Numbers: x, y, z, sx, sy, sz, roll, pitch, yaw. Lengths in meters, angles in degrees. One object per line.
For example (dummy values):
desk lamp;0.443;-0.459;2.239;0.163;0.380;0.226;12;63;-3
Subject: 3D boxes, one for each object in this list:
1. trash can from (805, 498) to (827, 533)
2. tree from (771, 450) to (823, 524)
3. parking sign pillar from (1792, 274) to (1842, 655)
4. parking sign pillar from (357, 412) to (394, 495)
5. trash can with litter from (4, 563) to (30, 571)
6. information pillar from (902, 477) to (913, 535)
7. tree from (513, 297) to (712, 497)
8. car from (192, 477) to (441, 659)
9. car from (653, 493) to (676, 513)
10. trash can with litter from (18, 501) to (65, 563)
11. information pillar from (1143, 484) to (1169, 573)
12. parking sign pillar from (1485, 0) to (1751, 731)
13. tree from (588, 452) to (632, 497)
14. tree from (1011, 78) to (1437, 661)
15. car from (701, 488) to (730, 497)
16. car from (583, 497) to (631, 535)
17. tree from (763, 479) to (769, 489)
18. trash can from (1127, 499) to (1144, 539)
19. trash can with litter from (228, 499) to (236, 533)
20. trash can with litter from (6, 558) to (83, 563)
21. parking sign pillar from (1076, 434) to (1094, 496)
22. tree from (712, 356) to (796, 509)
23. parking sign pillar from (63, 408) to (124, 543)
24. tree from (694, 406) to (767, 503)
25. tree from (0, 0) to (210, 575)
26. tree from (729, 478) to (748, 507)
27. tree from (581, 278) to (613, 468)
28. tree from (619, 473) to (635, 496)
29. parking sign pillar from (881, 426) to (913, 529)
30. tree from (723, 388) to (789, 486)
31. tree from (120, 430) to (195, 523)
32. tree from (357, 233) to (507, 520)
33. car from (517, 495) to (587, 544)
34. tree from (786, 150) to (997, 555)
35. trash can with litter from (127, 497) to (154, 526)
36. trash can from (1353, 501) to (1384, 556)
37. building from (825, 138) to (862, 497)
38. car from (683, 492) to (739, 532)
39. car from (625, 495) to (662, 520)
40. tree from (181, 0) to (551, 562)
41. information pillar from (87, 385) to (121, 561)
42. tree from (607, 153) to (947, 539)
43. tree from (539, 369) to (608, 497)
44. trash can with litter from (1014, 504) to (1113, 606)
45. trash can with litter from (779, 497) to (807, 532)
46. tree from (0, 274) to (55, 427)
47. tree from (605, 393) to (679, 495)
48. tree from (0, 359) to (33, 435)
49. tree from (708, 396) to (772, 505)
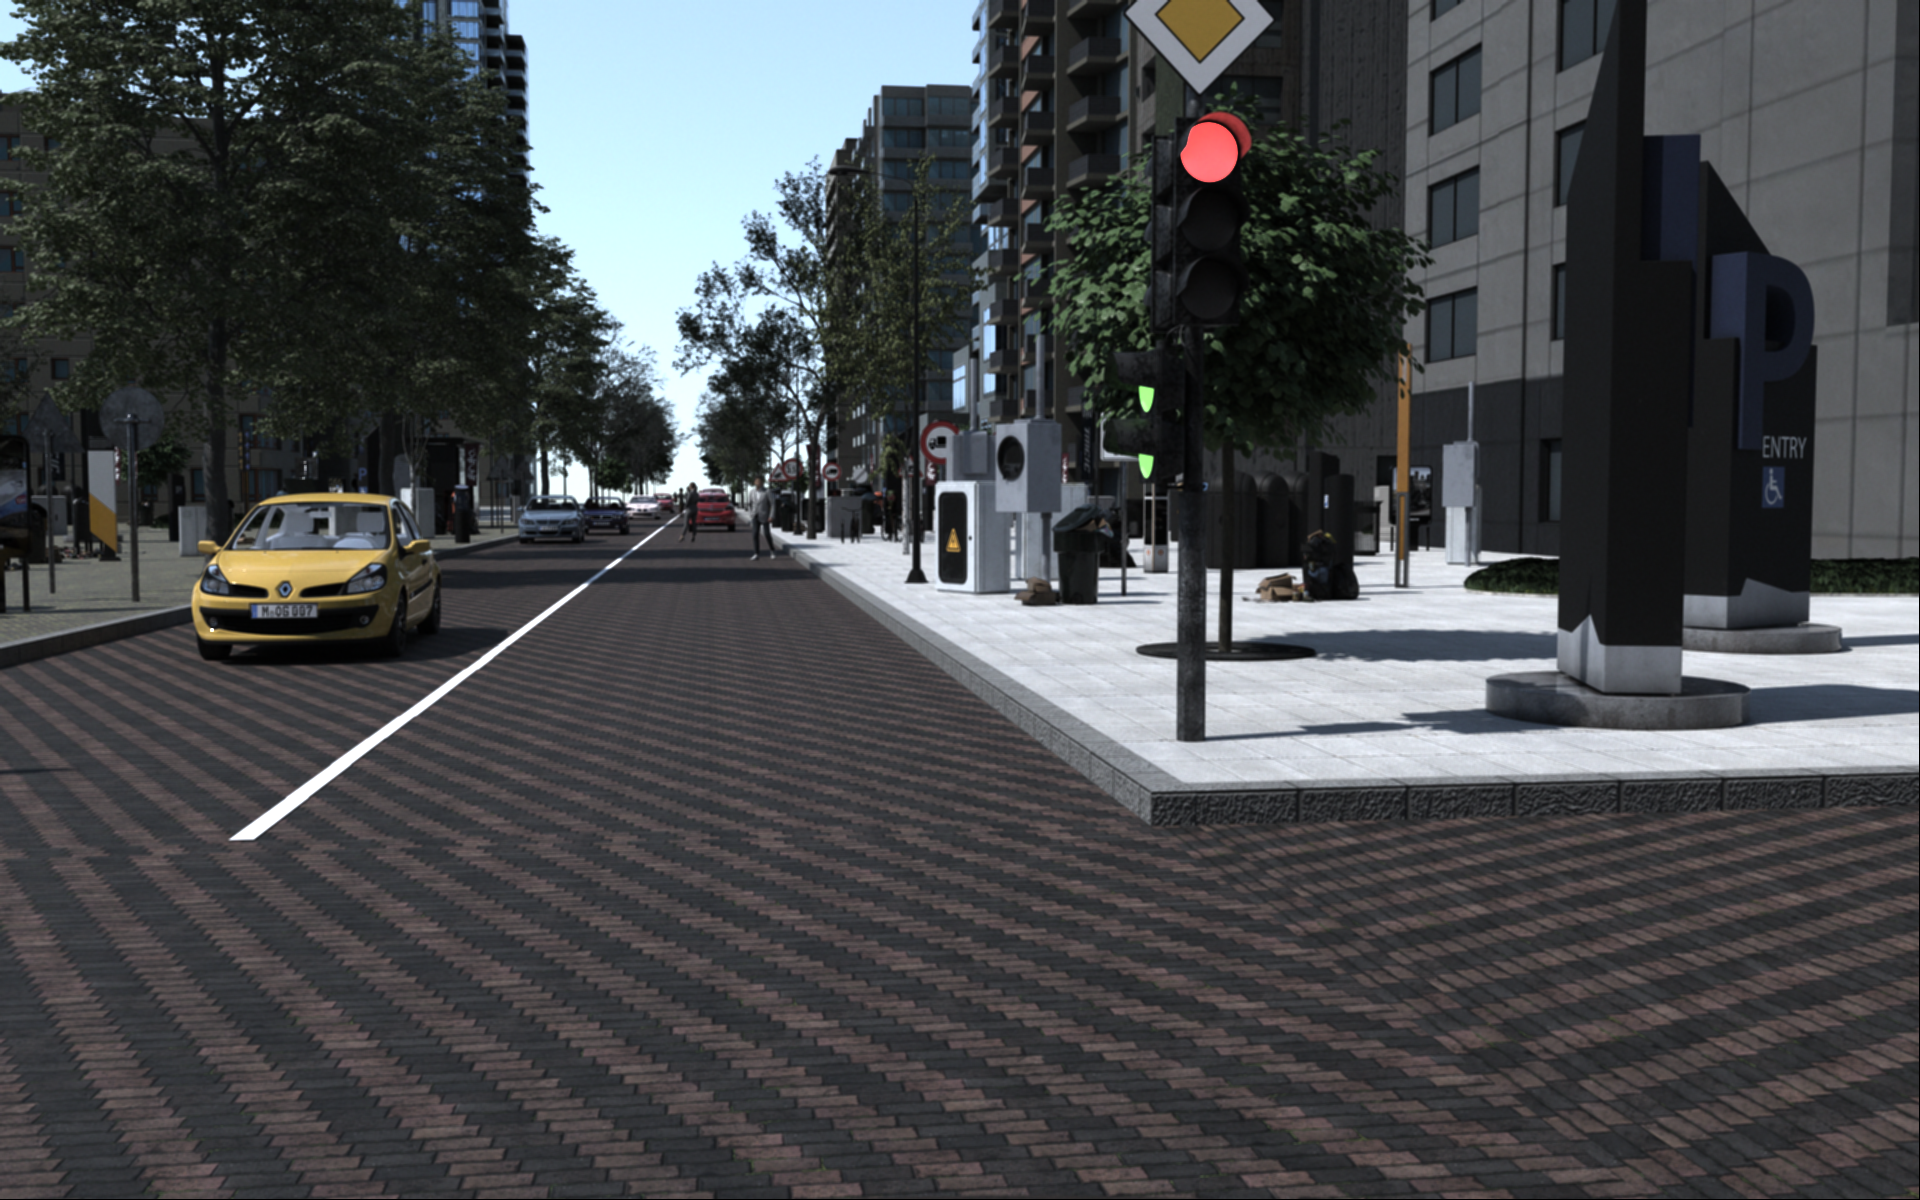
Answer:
trash can;-4.784;-2.805;57.523;0.748;1.137;0.748;0;3;0
tree;-7.024;-4.928;75.178;1.663;3.219;1.824;0;3;0
parking sign pillar;6.592;-1.587;14.421;1.447;3.967;1.447;-3;4;-36
parking sign pillar;-18.921;-4.139;56.146;1.447;3.967;1.447;1;4;21
trash can with litter;-16.350;-1.082;28.747;1.678;1.210;2.233;1;4;9
information pillar;-1.622;-3.055;54.433;0.304;2.012;0.304;1;4;18
tree;-22.647;-12.048;107.347;12.009;13.543;11.850;0;3;0
car;-5.967;-0.374;16.335;2.015;1.641;3.980;-1;4;-10
car;-22.338;-7.384;129.770;2.155;1.783;4.494;0;4;-7
trash can with litter;-17.121;-1.267;32.095;0.624;1.170;1.055;0;4;2
information pillar;3.188;-1.445;28.124;0.304;2.012;0.304;-2;4;-25
parking sign pillar;3.818;-1.316;9.983;1.447;3.967;1.447;1;4;8
tree;-27.430;-9.305;135.857;4.285;4.588;4.351;0;3;0
tree;2.058;-1.844;13.868;4.285;4.588;4.351;0;3;0
car;-16.656;-6.624;116.971;2.281;1.827;5.304;0;4;-7
car;-12.690;-3.003;61.675;1.945;1.354;3.894;-1;4;-9
tree;-10.249;-6.261;96.973;1.663;3.219;1.824;0;3;0
trash can;5.076;-2.355;50.164;0.748;1.137;0.748;0;3;0
trash can with litter;-20.768;-2.290;48.830;0.624;1.170;1.055;-1;4;-19
trash can with litter;-17.834;-1.442;34.639;1.678;1.210;2.233;0;4;1
parking sign pillar;5.664;-5.511;78.581;1.447;3.967;1.447;2;4;24
tree;-18.946;-14.635;149.644;12.009;13.543;11.850;0;3;0
parking sign pillar;-23.115;-3.524;46.082;1.447;3.967;1.447;-2;4;-26
tree;-30.493;-19.898;231.993;9.857;13.997;8.962;0;3;0
tree;-11.728;-6.708;27.798;7.486;12.596;7.792;0;3;0
tree;-22.604;-11.212;177.919;1.663;3.219;1.824;0;3;0
tree;-18.662;-9.664;76.136;7.486;12.596;7.792;0;3;0
tree;-29.720;-9.831;155.334;1.663;3.219;1.824;0;3;0
parking sign pillar;-2.169;-4.601;63.700;1.447;3.967;1.447;-2;4;-24
tree;-12.442;-9.564;106.730;4.360;8.622;3.978;0;3;0
tree;-33.786;-5.421;72.347;4.285;4.588;4.351;0;3;0
tree;-14.307;-5.844;45.908;4.360;8.622;3.978;0;3;0
car;-12.119;-2.419;51.549;2.014;1.417;4.499;-1;4;-10
tree;-1.388;-5.268;36.492;4.737;8.622;4.395;0;3;0
trash can with litter;-32.492;-3.500;68.618;1.055;1.170;0.624;0;4;6
trash can;8.420;-1.491;36.028;0.748;1.137;0.748;0;3;0
building;-6.661;-37.268;233.034;21.300;48.544;21.600;-1;4;-8
car;-9.625;-3.544;66.980;2.155;1.783;4.494;-1;4;-9
car;-18.000;-5.270;98.520;2.083;1.381;4.827;-1;4;-9
tree;-12.542;-7.390;38.958;7.486;12.596;7.792;0;3;0
information pillar;-16.384;-2.553;33.102;0.504;3.616;0.183;0;4;-6
tree;-4.289;-6.978;48.496;8.767;10.594;7.601;1;4;8
tree;-25.464;-11.364;120.214;8.767;10.594;7.601;0;4;8
trash can with litter;1.199;-0.530;20.053;1.055;1.170;0.624;-2;4;-29
trash can with litter;-5.600;-2.887;58.584;1.055;1.170;0.624;2;4;35
tree;-32.295;-6.534;57.198;4.360;8.622;3.978;0;3;0
tree;-39.413;-18.755;213.298;9.857;13.997;8.962;0;3;0
tree;-42.813;-7.620;74.957;4.737;8.622;4.395;0;3;0
tree;-25.564;-17.203;199.398;7.486;12.596;7.792;0;3;0
